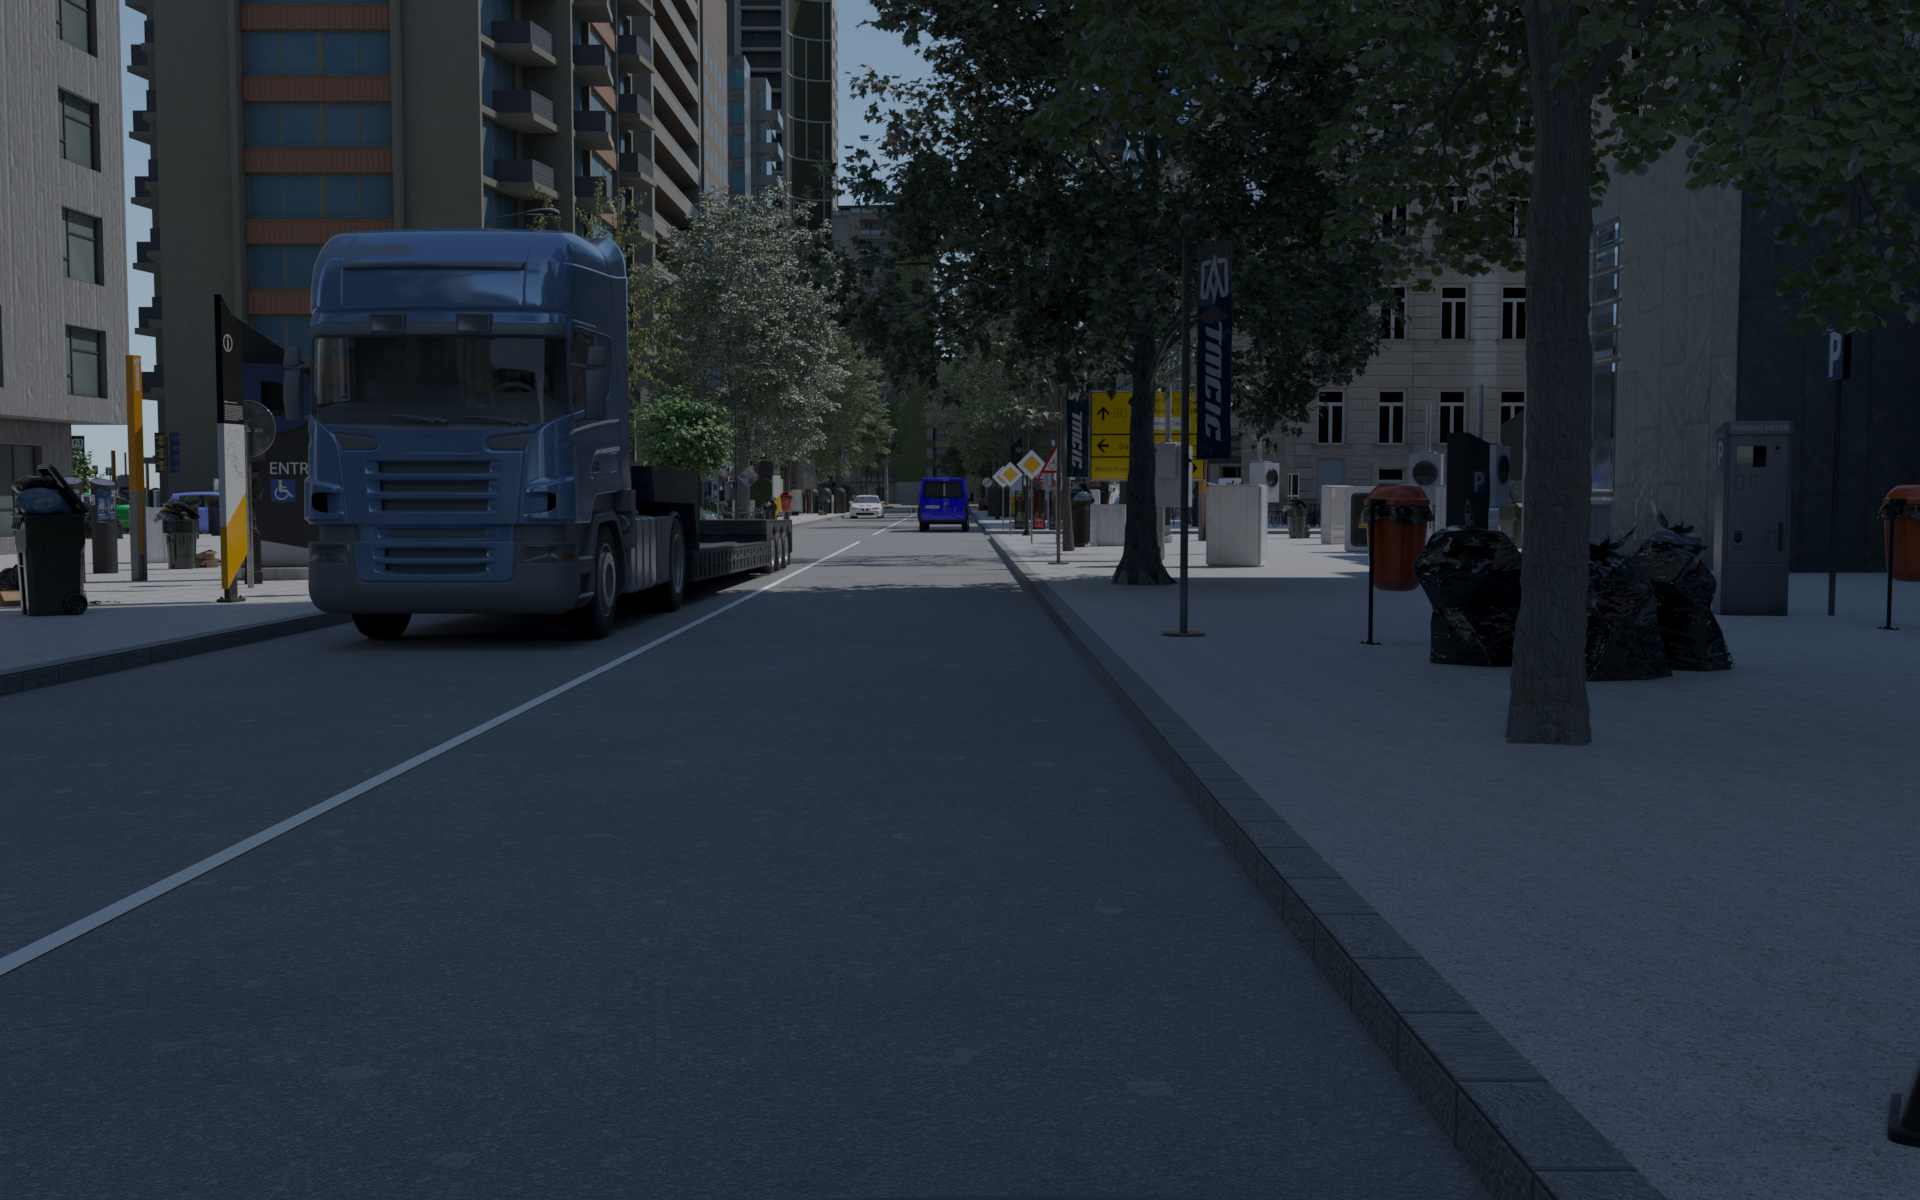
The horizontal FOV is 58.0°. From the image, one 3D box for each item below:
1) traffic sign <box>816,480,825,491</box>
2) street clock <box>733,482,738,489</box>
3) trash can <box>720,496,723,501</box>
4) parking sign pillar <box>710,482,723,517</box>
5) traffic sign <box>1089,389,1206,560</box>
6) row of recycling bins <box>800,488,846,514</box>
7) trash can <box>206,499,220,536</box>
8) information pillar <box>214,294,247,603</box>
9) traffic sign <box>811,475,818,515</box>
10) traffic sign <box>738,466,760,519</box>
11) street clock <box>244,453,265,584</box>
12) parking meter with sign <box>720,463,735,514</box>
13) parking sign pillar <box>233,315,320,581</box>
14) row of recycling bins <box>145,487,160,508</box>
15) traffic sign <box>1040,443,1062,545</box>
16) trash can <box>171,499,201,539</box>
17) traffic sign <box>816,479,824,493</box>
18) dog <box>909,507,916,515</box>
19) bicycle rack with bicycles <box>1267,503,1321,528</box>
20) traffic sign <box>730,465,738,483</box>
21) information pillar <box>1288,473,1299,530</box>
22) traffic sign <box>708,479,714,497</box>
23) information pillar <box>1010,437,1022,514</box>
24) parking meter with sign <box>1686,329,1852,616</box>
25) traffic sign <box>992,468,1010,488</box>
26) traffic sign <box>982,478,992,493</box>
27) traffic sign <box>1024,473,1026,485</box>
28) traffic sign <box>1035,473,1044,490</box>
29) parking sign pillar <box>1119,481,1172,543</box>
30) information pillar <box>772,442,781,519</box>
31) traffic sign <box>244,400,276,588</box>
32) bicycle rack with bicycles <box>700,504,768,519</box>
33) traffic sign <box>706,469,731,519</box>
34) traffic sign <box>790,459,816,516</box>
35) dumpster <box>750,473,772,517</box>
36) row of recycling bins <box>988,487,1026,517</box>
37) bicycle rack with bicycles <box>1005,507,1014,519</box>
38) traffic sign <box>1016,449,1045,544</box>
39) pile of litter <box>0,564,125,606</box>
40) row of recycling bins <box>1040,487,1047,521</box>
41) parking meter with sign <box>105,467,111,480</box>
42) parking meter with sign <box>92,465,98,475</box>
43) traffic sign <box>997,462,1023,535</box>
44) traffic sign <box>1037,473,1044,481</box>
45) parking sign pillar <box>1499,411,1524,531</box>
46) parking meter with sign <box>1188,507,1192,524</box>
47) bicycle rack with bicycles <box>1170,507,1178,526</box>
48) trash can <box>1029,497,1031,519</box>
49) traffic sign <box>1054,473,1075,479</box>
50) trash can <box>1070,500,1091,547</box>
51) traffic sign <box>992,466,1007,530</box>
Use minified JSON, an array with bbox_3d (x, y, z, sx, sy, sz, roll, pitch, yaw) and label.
[{"bbox_3d":[-10.203,-7.620,126.716,0.606,2.300,0.079,0,4,1],"label":"traffic sign"},{"bbox_3d":[-11.461,-5.183,89.312,0.471,2.002,0.358,2,4,35],"label":"street clock"},{"bbox_3d":[-17.778,-7.070,127.251,0.748,1.137,0.748,0,3,0],"label":"trash can"},{"bbox_3d":[-13.122,-6.387,92.907,1.447,3.967,1.447,-1,4,-10],"label":"parking sign pillar"},{"bbox_3d":[3.655,-2.442,33.804,2.265,3.308,0.079,0,4,5],"label":"traffic sign"},{"bbox_3d":[-9.209,-6.521,113.725,3.534,1.692,1.069,1,4,8],"label":"row of recycling bins"},{"bbox_3d":[-22.733,-2.536,53.121,0.748,1.137,0.748,0,3,0],"label":"trash can"},{"bbox_3d":[-8.647,-1.785,20.539,0.183,3.616,0.504,0,4,5],"label":"information pillar"},{"bbox_3d":[-9.215,-6.578,107.650,0.768,2.556,0.104,0,4,4],"label":"traffic sign"},{"bbox_3d":[-7.511,-3.545,61.603,0.795,2.450,0.064,0,4,0],"label":"traffic sign"},{"bbox_3d":[-10.070,-1.227,24.627,0.471,2.002,0.358,3,5,44],"label":"street clock"},{"bbox_3d":[-13.292,-6.451,101.729,0.543,3.016,1.738,3,5,43],"label":"parking meter with sign"},{"bbox_3d":[-10.272,-2.308,26.206,1.447,3.967,1.447,-2,4,-23],"label":"parking sign pillar"},{"bbox_3d":[-61.992,-7.671,132.534,3.534,1.692,1.069,0,4,5],"label":"row of recycling bins"},{"bbox_3d":[2.466,-2.688,43.961,0.884,2.594,0.081,0,4,0],"label":"traffic sign"},{"bbox_3d":[-21.075,-2.174,47.202,0.748,1.137,0.748,0,3,0],"label":"trash can"},{"bbox_3d":[-10.218,-7.590,125.278,0.795,2.450,0.064,0,4,3],"label":"traffic sign"},{"bbox_3d":[-3.314,-6.161,120.016,0.406,0.507,0.540,1,4,9],"label":"dog"},{"bbox_3d":[13.189,-3.298,67.308,2.852,0.926,2.925,2,4,35],"label":"bicycle rack with bicycles"},{"bbox_3d":[-9.804,-4.681,76.646,0.768,2.556,0.104,0,4,8],"label":"traffic sign"},{"bbox_3d":[11.896,-3.504,61.788,0.304,2.012,0.304,-1,4,-10],"label":"information pillar"},{"bbox_3d":[-10.973,-4.693,76.836,0.768,2.556,0.104,0,4,6],"label":"traffic sign"},{"bbox_3d":[2.293,-4.823,70.216,0.504,3.616,0.183,0,4,1],"label":"information pillar"},{"bbox_3d":[8.398,-1.352,18.374,1.738,3.016,0.543,1,4,11],"label":"parking meter with sign"},{"bbox_3d":[3.603,-8.496,132.780,2.265,3.308,0.079,1,4,9],"label":"traffic sign"},{"bbox_3d":[2.089,-8.131,133.050,0.768,2.556,0.104,0,4,3],"label":"traffic sign"},{"bbox_3d":[2.989,-4.911,82.429,0.606,2.300,0.079,0,4,5],"label":"traffic sign"},{"bbox_3d":[3.952,-5.099,83.481,0.768,2.556,0.104,0,4,4],"label":"traffic sign"},{"bbox_3d":[4.870,-3.491,45.549,1.447,3.967,1.447,-1,4,-17],"label":"parking sign pillar"},{"bbox_3d":[-8.204,-5.255,77.274,0.183,3.616,0.504,2,4,34],"label":"information pillar"},{"bbox_3d":[-9.670,-1.433,23.538,0.768,2.556,0.104,0,4,4],"label":"traffic sign"},{"bbox_3d":[-8.529,-3.155,64.958,2.925,0.926,2.852,-1,4,-12],"label":"bicycle rack with bicycles"},{"bbox_3d":[-7.490,-3.057,53.618,0.795,2.450,0.064,0,4,0],"label":"traffic sign"},{"bbox_3d":[-9.599,-6.588,101.588,2.265,3.308,0.079,0,4,5],"label":"traffic sign"},{"bbox_3d":[-9.066,-4.698,79.305,1.502,2.255,1.985,0,4,0],"label":"dumpster"},{"bbox_3d":[2.781,-5.682,100.009,1.069,1.692,3.534,2,4,33],"label":"row of recycling bins"},{"bbox_3d":[3.633,-4.731,90.733,2.852,0.926,2.925,-2,4,-34],"label":"bicycle rack with bicycles"},{"bbox_3d":[1.853,-2.668,44.802,0.795,2.450,0.064,0,4,0],"label":"traffic sign"},{"bbox_3d":[-10.769,-0.381,20.195,1.719,0.858,1.176,1,4,9],"label":"pile of litter"},{"bbox_3d":[5.123,-5.326,94.196,1.069,1.692,3.534,1,4,23],"label":"row of recycling bins"},{"bbox_3d":[-55.675,-7.138,112.966,0.543,3.016,1.738,-3,5,-44],"label":"parking meter with sign"},{"bbox_3d":[-53.206,-6.649,104.976,1.738,3.016,0.543,0,4,1],"label":"parking meter with sign"},{"bbox_3d":[1.554,-3.057,53.620,0.795,2.450,0.064,0,4,0],"label":"traffic sign"},{"bbox_3d":[3.475,-4.185,68.435,0.884,2.594,0.081,0,4,7],"label":"traffic sign"},{"bbox_3d":[14.854,-3.484,45.438,1.447,3.967,1.447,1,4,11],"label":"parking sign pillar"},{"bbox_3d":[9.628,-4.750,73.921,0.543,3.016,1.738,0,4,1],"label":"parking meter with sign"},{"bbox_3d":[7.280,-3.461,69.973,2.925,0.926,2.852,-1,4,-14],"label":"bicycle rack with bicycles"},{"bbox_3d":[3.741,-4.682,88.211,0.748,1.137,0.748,0,3,0],"label":"trash can"},{"bbox_3d":[2.982,-2.897,49.494,0.606,2.300,0.079,0,4,1],"label":"traffic sign"},{"bbox_3d":[2.797,-1.845,41.821,0.748,1.137,0.748,0,3,0],"label":"trash can"},{"bbox_3d":[1.533,-3.545,61.606,0.795,2.450,0.064,0,4,0],"label":"traffic sign"}]
